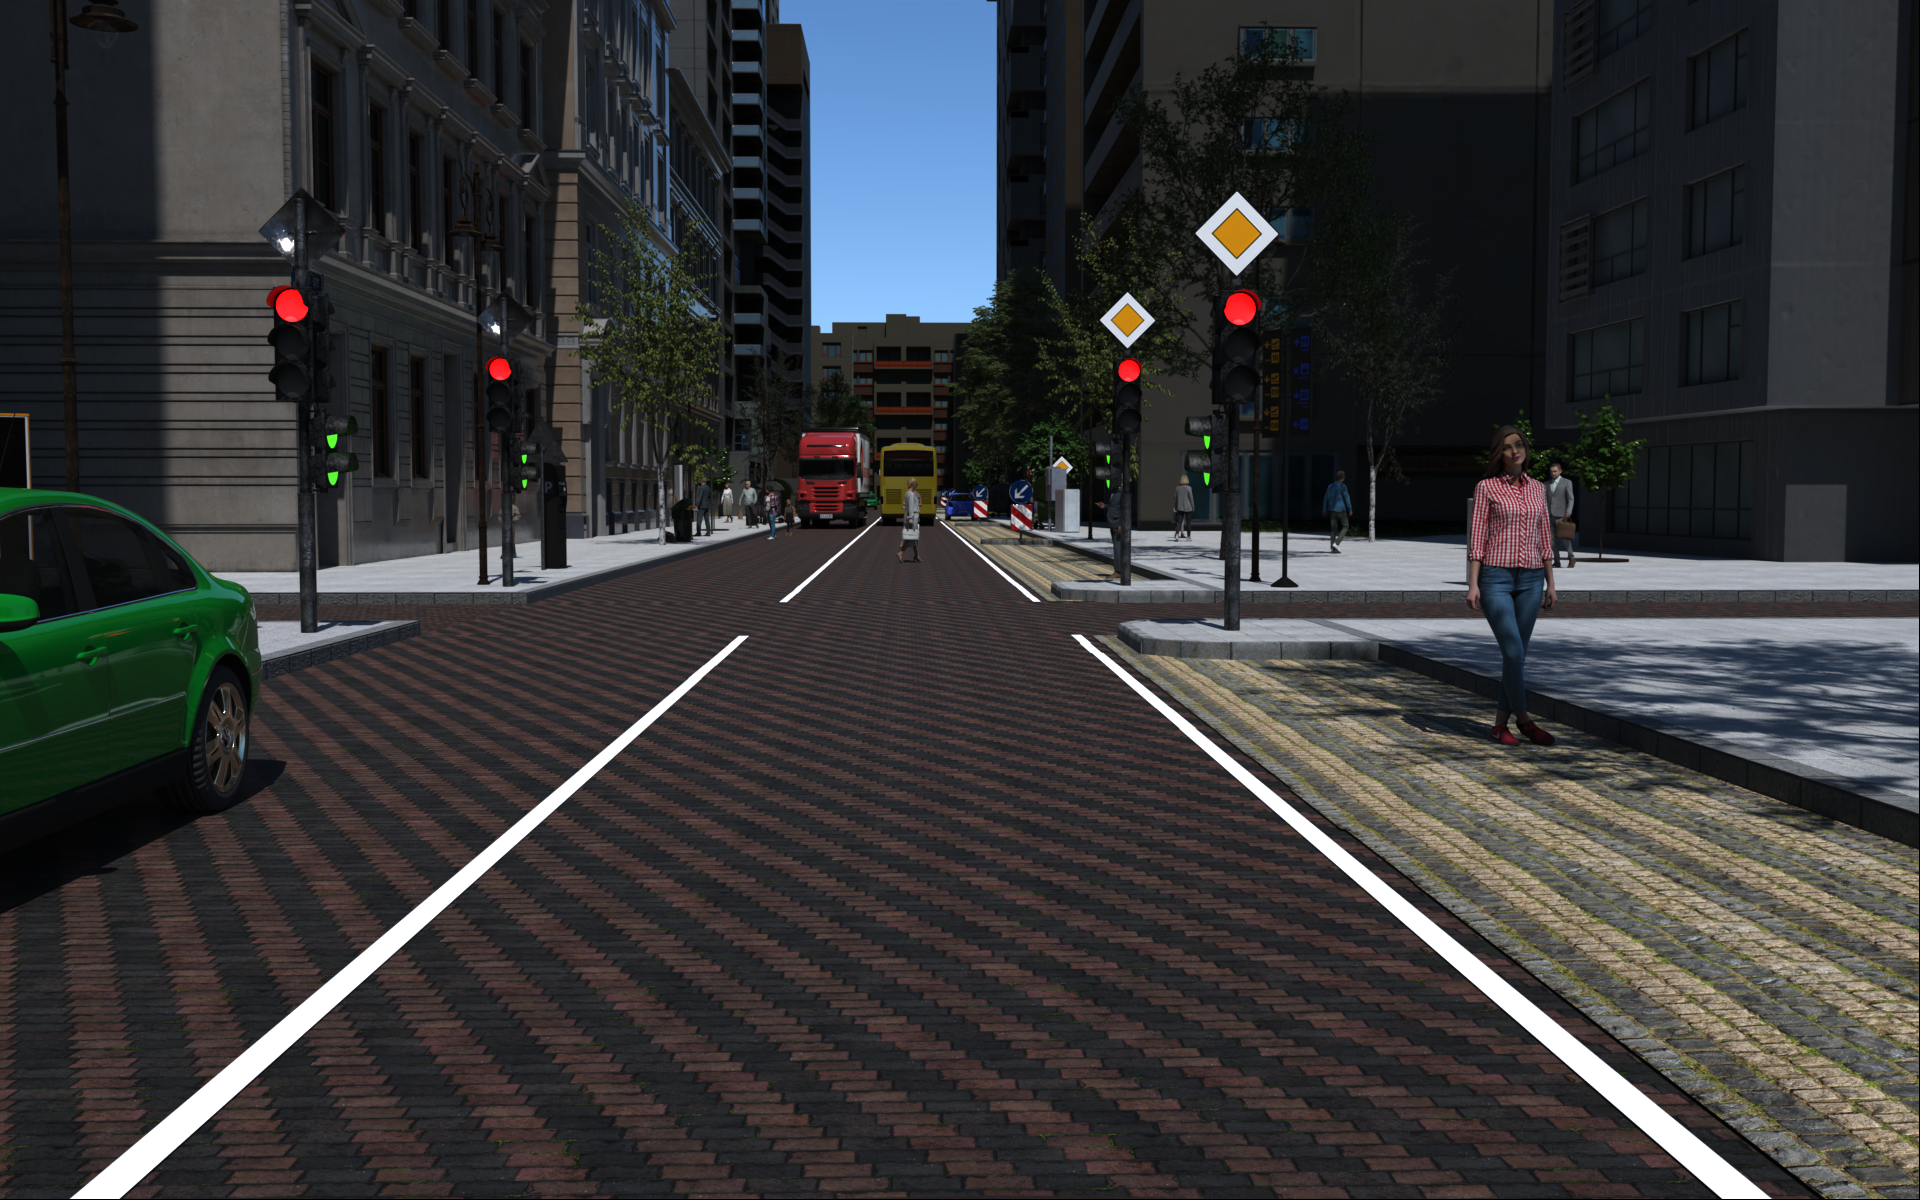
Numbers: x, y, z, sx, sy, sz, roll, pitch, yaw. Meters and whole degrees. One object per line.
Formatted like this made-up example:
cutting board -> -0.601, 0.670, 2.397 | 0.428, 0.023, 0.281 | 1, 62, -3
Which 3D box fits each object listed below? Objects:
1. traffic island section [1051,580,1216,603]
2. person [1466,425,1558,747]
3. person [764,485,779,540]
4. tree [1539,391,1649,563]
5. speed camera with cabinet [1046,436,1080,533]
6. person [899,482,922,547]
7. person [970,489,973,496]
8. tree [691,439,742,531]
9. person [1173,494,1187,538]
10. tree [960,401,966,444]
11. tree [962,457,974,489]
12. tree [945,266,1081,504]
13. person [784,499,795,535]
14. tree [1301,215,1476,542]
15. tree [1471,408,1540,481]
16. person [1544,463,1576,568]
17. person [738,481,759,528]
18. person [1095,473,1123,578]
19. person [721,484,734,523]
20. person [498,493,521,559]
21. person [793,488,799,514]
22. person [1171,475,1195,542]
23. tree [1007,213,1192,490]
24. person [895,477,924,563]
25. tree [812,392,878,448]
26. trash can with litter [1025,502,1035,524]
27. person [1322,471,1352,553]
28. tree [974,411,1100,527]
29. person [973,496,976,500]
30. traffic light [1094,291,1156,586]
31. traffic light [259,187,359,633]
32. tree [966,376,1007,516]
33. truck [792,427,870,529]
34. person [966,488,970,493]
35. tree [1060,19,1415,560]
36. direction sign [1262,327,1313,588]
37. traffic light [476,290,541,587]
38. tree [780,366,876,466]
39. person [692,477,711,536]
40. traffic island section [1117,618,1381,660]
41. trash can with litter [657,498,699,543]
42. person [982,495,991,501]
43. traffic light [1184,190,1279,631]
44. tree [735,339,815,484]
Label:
traffic island section -> 2.345, -0.123, 24.299 | 2.009, 0.180, 2.903 | 0, 4, -2
person -> 3.119, -0.081, 9.841 | 0.555, 1.821, 0.388 | -1, 4, -21
person -> -5.929, -2.767, 54.584 | 0.563, 1.720, 0.643 | 3, 5, 41
tree -> 12.200, -2.330, 32.699 | 1.663, 3.219, 1.824 | 0, 3, 0
speed camera with cabinet -> 3.457, -3.912, 58.299 | 0.660, 3.252, 2.038 | -1, 4, -15
person -> -1.329, -2.305, 46.531 | 0.599, 1.781, 0.374 | 0, 4, 1
person -> 0.815, -8.271, 142.002 | 0.721, 1.735, 1.217 | -1, 4, -13
tree -> -8.721, -4.056, 60.912 | 1.663, 3.219, 1.824 | 0, 3, 0
person -> 6.404, -2.450, 50.375 | 0.394, 1.301, 0.425 | 2, 4, 31
tree -> 1.835, -9.813, 110.800 | 4.737, 8.622, 4.395 | 0, 3, 0
tree -> 1.755, -9.080, 132.169 | 4.285, 4.588, 4.351 | 0, 3, 0
tree -> 2.974, -10.316, 86.787 | 7.486, 12.596, 7.792 | 0, 3, 0
person -> -5.907, -2.866, 60.022 | 0.362, 1.253, 0.373 | 1, 4, 19
tree -> 11.154, -5.826, 45.621 | 4.360, 8.622, 3.978 | 0, 3, 0
tree -> 12.621, -2.710, 38.914 | 1.663, 3.219, 1.824 | 0, 3, 0
person -> 10.375, -1.462, 30.065 | 0.853, 1.813, 0.709 | -3, 5, -45
person -> -7.924, -3.553, 64.619 | 0.782, 1.767, 0.515 | 1, 4, 8
person -> 2.624, -1.271, 29.461 | 0.590, 1.801, 0.661 | -1, 4, -14
person -> -10.414, -4.379, 77.868 | 0.478, 1.798, 0.641 | 3, 5, 40
person -> -8.978, -1.480, 34.521 | 0.475, 1.303, 0.640 | 0, 4, 0
person -> -10.596, -6.477, 112.738 | 0.742, 1.727, 0.445 | -3, 5, -44
person -> 5.981, -2.482, 46.803 | 0.709, 1.800, 0.728 | 3, 4, 36
tree -> 4.065, -5.744, 44.277 | 4.737, 8.622, 4.395 | 0, 3, 0
person -> -1.055, -1.674, 36.229 | 0.624, 1.780, 0.694 | 0, 4, -3
tree -> -11.908, -15.316, 176.178 | 9.928, 11.665, 9.643 | 0, 3, 0
trash can with litter -> 3.172, -3.877, 74.779 | 0.624, 1.170, 1.055 | -1, 4, -21
person -> 8.126, -1.892, 37.321 | 0.444, 1.785, 0.601 | -3, 5, -40
tree -> 3.680, -5.163, 68.121 | 4.285, 4.588, 4.351 | 0, 3, 0
person -> 1.143, -7.714, 135.420 | 1.065, 1.426, 0.557 | 2, 4, 35
traffic light -> 2.304, -2.157, 24.184 | 0.839, 4.253, 0.868 | 0, 4, -2
traffic light -> -6.013, -1.652, 15.931 | 0.839, 4.253, 0.868 | 0, 4, -2
tree -> 2.735, -9.321, 102.768 | 4.737, 8.622, 4.395 | 0, 3, 0
truck -> -5.423, -5.271, 75.100 | 2.839, 4.237, 11.283 | 0, 3, 0
person -> 0.827, -9.234, 156.953 | 1.348, 1.831, 0.705 | -2, 4, -27
tree -> 5.499, -6.062, 33.518 | 7.601, 10.594, 8.767 | -2, 4, -26
direction sign -> 4.487, -1.947, 23.837 | 0.379, 3.537, 0.876 | -3, 4, -37
traffic light -> -6.253, -2.140, 23.912 | 0.839, 4.253, 0.868 | 0, 4, -2
tree -> -9.559, -11.695, 125.621 | 7.601, 10.594, 8.767 | 0, 4, -2
person -> -7.865, -2.837, 52.609 | 0.590, 1.801, 0.661 | 2, 4, 25
traffic island section -> 2.584, 0.365, 16.317 | 2.009, 0.180, 2.903 | 0, 4, -2
trash can with litter -> -7.525, -2.126, 46.149 | 0.624, 1.170, 1.055 | 3, 4, 36
person -> 2.068, -8.901, 151.209 | 1.348, 1.869, 0.705 | 3, 4, 36
traffic light -> 2.544, -1.669, 16.202 | 0.839, 4.253, 0.868 | 0, 4, -2
tree -> -9.010, -8.108, 82.930 | 4.360, 8.622, 3.978 | 0, 3, 0
